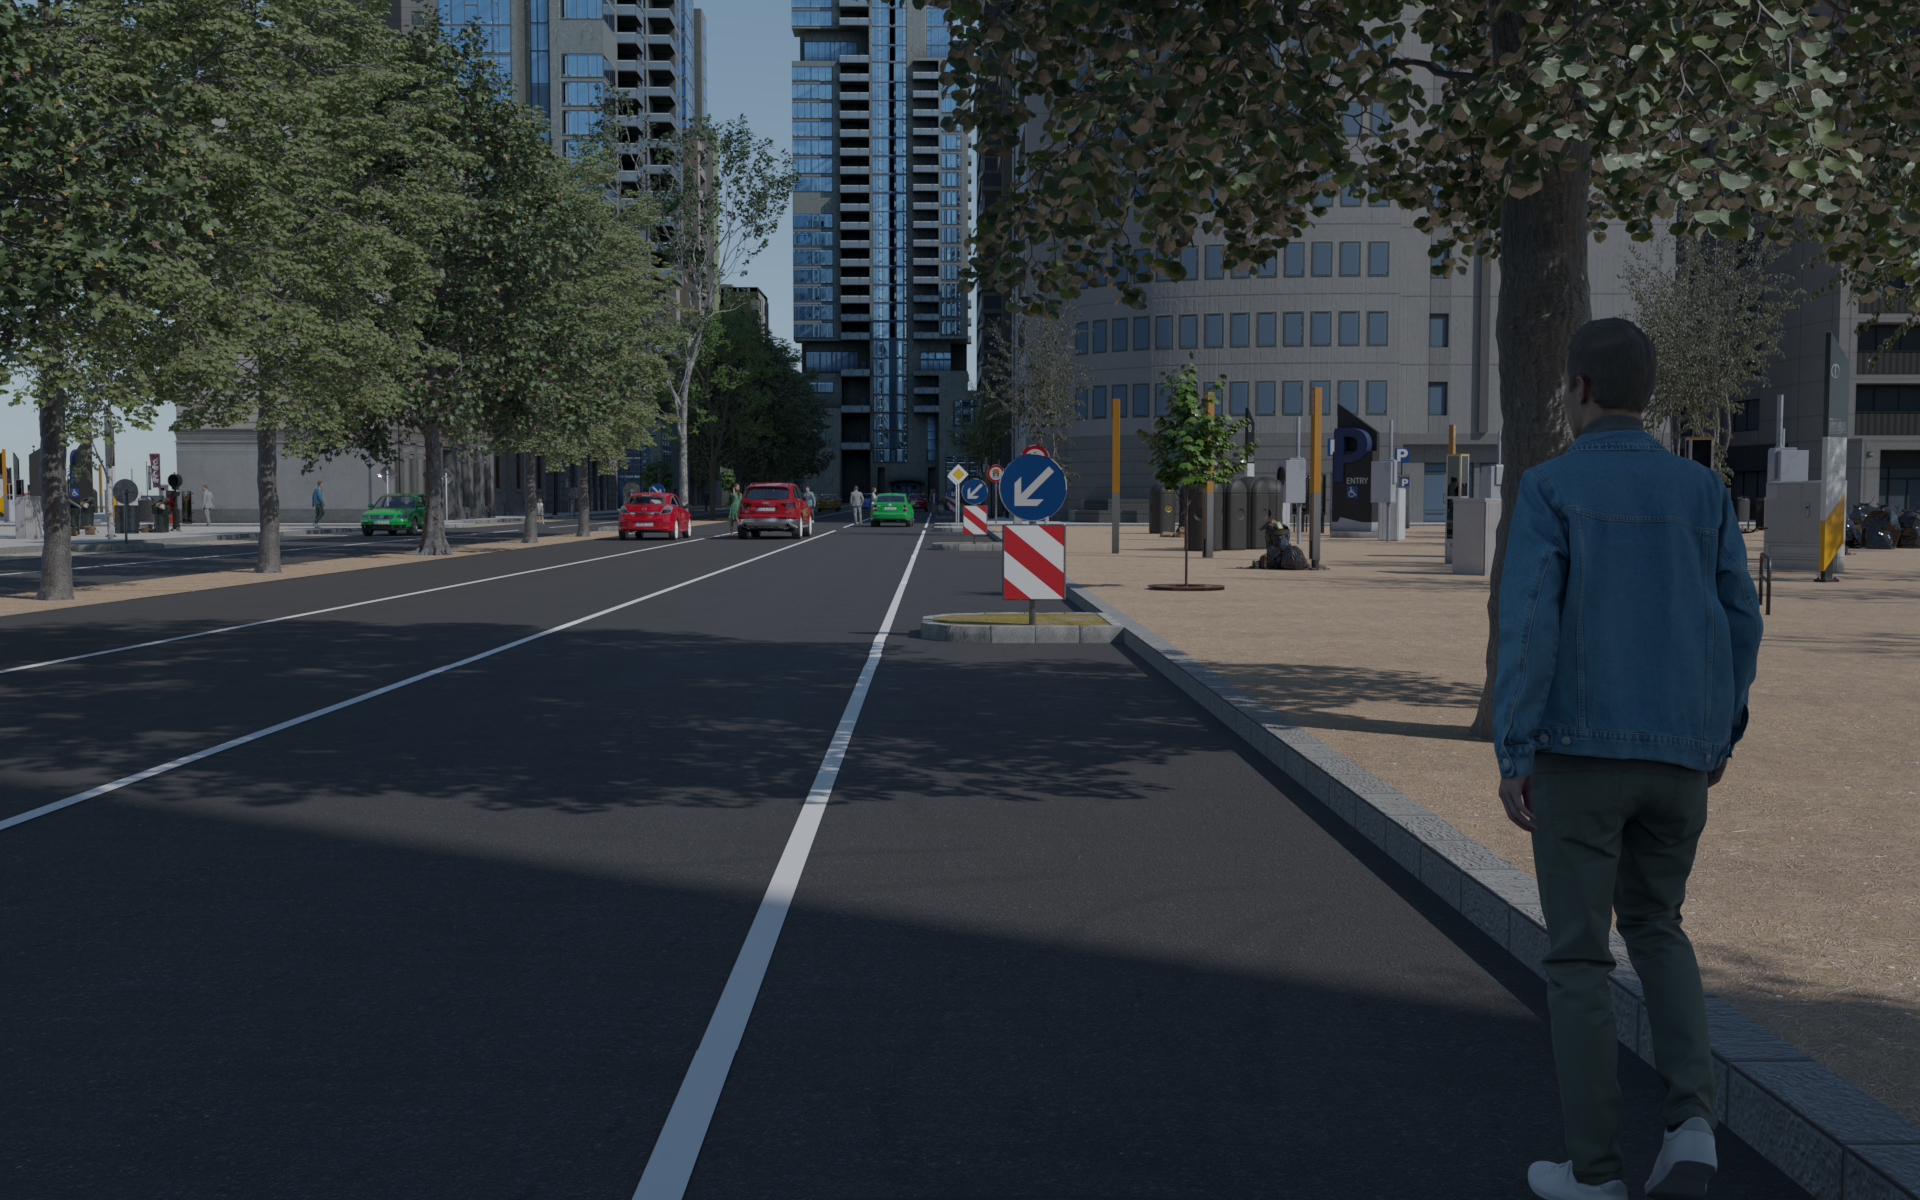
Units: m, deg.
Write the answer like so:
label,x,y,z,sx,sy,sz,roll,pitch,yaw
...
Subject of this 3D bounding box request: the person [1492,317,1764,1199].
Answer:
label,x,y,z,sx,sy,sz,roll,pitch,yaw
person,1.314,0.331,3.427,0.601,1.785,0.444,0,4,-5

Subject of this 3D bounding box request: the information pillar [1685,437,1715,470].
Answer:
label,x,y,z,sx,sy,sz,roll,pitch,yaw
information pillar,9.555,-1.097,22.428,0.304,2.012,0.304,1,4,13

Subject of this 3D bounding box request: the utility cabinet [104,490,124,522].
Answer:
label,x,y,z,sx,sy,sz,roll,pitch,yaw
utility cabinet,-37.761,-4.198,77.315,1.173,1.500,0.318,3,4,38

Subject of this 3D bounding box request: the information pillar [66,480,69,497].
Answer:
label,x,y,z,sx,sy,sz,roll,pitch,yaw
information pillar,-47.196,-5.341,91.817,0.304,2.012,0.304,3,5,43

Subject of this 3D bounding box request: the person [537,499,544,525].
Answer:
label,x,y,z,sx,sy,sz,roll,pitch,yaw
person,-19.633,-4.112,80.752,0.505,1.210,0.382,0,4,-4

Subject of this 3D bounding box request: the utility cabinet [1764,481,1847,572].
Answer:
label,x,y,z,sx,sy,sz,roll,pitch,yaw
utility cabinet,13.938,-1.217,28.583,0.318,1.500,1.173,-3,5,-42

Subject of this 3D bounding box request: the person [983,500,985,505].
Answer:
label,x,y,z,sx,sy,sz,roll,pitch,yaw
person,1.458,-6.541,113.001,0.555,1.821,0.388,-1,4,-18

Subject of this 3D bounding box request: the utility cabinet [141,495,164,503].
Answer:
label,x,y,z,sx,sy,sz,roll,pitch,yaw
utility cabinet,-39.264,-4.471,84.255,1.020,1.237,0.306,0,4,-3

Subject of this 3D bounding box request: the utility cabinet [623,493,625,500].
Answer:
label,x,y,z,sx,sy,sz,roll,pitch,yaw
utility cabinet,-28.897,-8.652,150.131,0.318,1.500,1.173,-1,4,-22

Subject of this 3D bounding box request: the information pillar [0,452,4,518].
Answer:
label,x,y,z,sx,sy,sz,roll,pitch,yaw
information pillar,-52.853,-6.356,95.283,0.504,3.616,0.183,-1,4,-12

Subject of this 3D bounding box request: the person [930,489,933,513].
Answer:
label,x,y,z,sx,sy,sz,roll,pitch,yaw
person,-2.032,-7.454,130.548,0.537,1.800,0.526,-1,4,-19

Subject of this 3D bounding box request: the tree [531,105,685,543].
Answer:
label,x,y,z,sx,sy,sz,roll,pitch,yaw
tree,-12.587,-7.937,50.357,7.486,12.596,7.792,0,3,0

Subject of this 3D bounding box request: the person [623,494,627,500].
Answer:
label,x,y,z,sx,sy,sz,roll,pitch,yaw
person,-27.409,-8.356,142.630,0.622,1.834,0.822,-1,4,-17

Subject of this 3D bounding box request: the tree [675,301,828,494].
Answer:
label,x,y,z,sx,sy,sz,roll,pitch,yaw
tree,-13.081,-11.166,102.031,9.611,12.733,9.660,0,3,0

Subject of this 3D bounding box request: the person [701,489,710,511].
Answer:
label,x,y,z,sx,sy,sz,roll,pitch,yaw
person,-21.631,-8.535,147.825,0.659,1.850,0.755,1,4,23

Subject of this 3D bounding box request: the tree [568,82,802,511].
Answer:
label,x,y,z,sx,sy,sz,roll,pitch,yaw
tree,-14.042,-13.593,80.591,12.611,20.169,13.585,0,3,0

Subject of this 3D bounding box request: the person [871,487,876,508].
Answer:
label,x,y,z,sx,sy,sz,roll,pitch,yaw
person,-4.079,-4.580,83.954,0.524,1.755,0.480,0,4,-6

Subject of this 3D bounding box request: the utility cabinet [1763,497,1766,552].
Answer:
label,x,y,z,sx,sy,sz,roll,pitch,yaw
utility cabinet,15.592,-1.297,32.372,1.020,1.237,0.306,0,4,-1

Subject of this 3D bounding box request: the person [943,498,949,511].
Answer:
label,x,y,z,sx,sy,sz,roll,pitch,yaw
person,-0.901,-7.074,129.658,1.012,1.151,0.738,-1,4,-22

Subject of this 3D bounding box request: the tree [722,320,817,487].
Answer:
label,x,y,z,sx,sy,sz,roll,pitch,yaw
tree,-13.526,-11.626,110.663,7.486,12.596,7.792,0,3,0

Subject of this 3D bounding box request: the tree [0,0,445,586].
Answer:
label,x,y,z,sx,sy,sz,roll,pitch,yaw
tree,-12.608,-6.776,31.366,7.486,12.596,7.792,0,3,0

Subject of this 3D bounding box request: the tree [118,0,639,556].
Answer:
label,x,y,z,sx,sy,sz,roll,pitch,yaw
tree,-12.323,-7.392,40.331,9.611,12.733,9.660,0,3,0

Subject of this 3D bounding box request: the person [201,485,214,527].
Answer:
label,x,y,z,sx,sy,sz,roll,pitch,yaw
person,-30.222,-3.726,69.512,0.391,1.810,0.635,0,4,-4

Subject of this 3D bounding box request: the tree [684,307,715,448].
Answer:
label,x,y,z,sx,sy,sz,roll,pitch,yaw
tree,-12.692,-8.400,57.927,7.486,12.596,7.792,0,3,0

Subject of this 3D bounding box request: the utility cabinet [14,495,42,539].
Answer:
label,x,y,z,sx,sy,sz,roll,pitch,yaw
utility cabinet,-26.835,-2.368,49.881,0.306,1.237,1.020,0,4,-3

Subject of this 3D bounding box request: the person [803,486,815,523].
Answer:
label,x,y,z,sx,sy,sz,roll,pitch,yaw
person,-7.509,-4.764,86.416,0.660,1.820,0.620,1,4,9

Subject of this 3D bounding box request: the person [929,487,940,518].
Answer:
label,x,y,z,sx,sy,sz,roll,pitch,yaw
person,-1.460,-5.779,102.973,0.713,1.824,0.794,-3,4,-36

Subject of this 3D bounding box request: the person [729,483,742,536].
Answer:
label,x,y,z,sx,sy,sz,roll,pitch,yaw
person,-7.665,-3.094,59.337,0.529,1.795,0.600,3,5,43

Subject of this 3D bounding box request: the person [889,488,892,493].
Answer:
label,x,y,z,sx,sy,sz,roll,pitch,yaw
person,-4.476,-6.348,112.382,0.778,1.811,0.616,0,4,2

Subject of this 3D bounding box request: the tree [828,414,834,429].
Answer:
label,x,y,z,sx,sy,sz,roll,pitch,yaw
tree,-13.779,-13.169,135.901,7.486,12.596,7.792,0,3,0

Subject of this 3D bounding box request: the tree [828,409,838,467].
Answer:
label,x,y,z,sx,sy,sz,roll,pitch,yaw
tree,-13.931,-12.709,127.262,9.611,12.733,9.660,0,3,0

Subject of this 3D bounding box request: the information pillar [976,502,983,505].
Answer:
label,x,y,z,sx,sy,sz,roll,pitch,yaw
information pillar,1.174,-6.133,104.761,0.304,2.012,0.304,-3,5,-45

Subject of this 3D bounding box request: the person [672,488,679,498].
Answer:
label,x,y,z,sx,sy,sz,roll,pitch,yaw
person,-19.148,-6.596,116.324,0.713,1.824,0.794,-3,5,-40

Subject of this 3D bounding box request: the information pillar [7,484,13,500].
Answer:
label,x,y,z,sx,sy,sz,roll,pitch,yaw
information pillar,-68.104,-7.319,124.154,0.304,2.012,0.304,2,4,26

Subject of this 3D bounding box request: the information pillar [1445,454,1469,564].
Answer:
label,x,y,z,sx,sy,sz,roll,pitch,yaw
information pillar,9.151,-1.676,31.896,0.304,2.012,0.304,-3,5,-44

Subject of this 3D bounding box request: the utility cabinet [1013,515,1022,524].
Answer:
label,x,y,z,sx,sy,sz,roll,pitch,yaw
utility cabinet,1.924,-2.875,58.170,0.306,1.237,1.020,0,3,0

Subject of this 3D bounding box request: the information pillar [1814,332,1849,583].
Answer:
label,x,y,z,sx,sy,sz,roll,pitch,yaw
information pillar,12.705,-2.069,25.188,0.504,3.616,0.183,-2,4,-32

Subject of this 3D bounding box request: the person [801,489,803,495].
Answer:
label,x,y,z,sx,sy,sz,roll,pitch,yaw
person,-13.572,-8.513,147.533,0.795,1.843,0.661,-1,4,-17

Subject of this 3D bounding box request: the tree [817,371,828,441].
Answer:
label,x,y,z,sx,sy,sz,roll,pitch,yaw
tree,-13.404,-12.114,118.640,7.486,12.596,7.792,0,3,0

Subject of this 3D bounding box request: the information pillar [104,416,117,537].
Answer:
label,x,y,z,sx,sy,sz,roll,pitch,yaw
information pillar,-25.327,-3.686,51.623,0.504,3.616,0.183,3,5,41

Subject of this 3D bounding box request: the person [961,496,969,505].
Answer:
label,x,y,z,sx,sy,sz,roll,pitch,yaw
person,0.728,-10.555,178.586,1.348,1.831,0.705,-1,4,-12

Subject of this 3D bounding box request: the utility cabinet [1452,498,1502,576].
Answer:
label,x,y,z,sx,sy,sz,roll,pitch,yaw
utility cabinet,8.250,-1.009,27.662,0.306,1.237,1.020,-1,4,-13

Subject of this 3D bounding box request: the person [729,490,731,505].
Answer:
label,x,y,z,sx,sy,sz,roll,pitch,yaw
person,-25.972,-11.608,196.384,0.434,1.755,0.990,-2,4,-28

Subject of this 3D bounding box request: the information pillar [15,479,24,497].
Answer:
label,x,y,z,sx,sy,sz,roll,pitch,yaw
information pillar,-47.075,-5.032,86.757,0.304,2.012,0.304,-1,4,-10

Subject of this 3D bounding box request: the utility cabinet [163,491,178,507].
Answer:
label,x,y,z,sx,sy,sz,roll,pitch,yaw
utility cabinet,-54.074,-6.749,119.022,1.173,1.500,0.318,-2,4,-34

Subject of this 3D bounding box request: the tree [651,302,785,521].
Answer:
label,x,y,z,sx,sy,sz,roll,pitch,yaw
tree,-13.145,-10.031,92.211,9.928,11.665,9.643,0,3,0

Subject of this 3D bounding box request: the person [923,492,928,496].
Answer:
label,x,y,z,sx,sy,sz,roll,pitch,yaw
person,-4.563,-13.122,223.575,0.750,1.759,0.617,-3,4,-39

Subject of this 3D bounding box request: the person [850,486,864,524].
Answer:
label,x,y,z,sx,sy,sz,roll,pitch,yaw
person,-4.887,-4.494,82.074,0.635,1.810,0.391,-1,4,-18

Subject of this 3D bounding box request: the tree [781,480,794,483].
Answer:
label,x,y,z,sx,sy,sz,roll,pitch,yaw
tree,-13.834,-11.573,142.040,4.360,8.622,3.978,0,3,0

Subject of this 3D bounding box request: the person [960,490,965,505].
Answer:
label,x,y,z,sx,sy,sz,roll,pitch,yaw
person,0.351,-12.282,207.302,0.683,1.767,0.568,-2,4,-24

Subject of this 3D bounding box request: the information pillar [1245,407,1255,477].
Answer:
label,x,y,z,sx,sy,sz,roll,pitch,yaw
information pillar,7.845,-3.402,46.978,0.183,3.616,0.504,2,4,32

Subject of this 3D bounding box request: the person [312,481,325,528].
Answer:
label,x,y,z,sx,sy,sz,roll,pitch,yaw
person,-24.016,-3.570,64.754,0.444,1.785,0.601,-2,4,-35

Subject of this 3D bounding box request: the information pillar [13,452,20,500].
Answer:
label,x,y,z,sx,sy,sz,roll,pitch,yaw
information pillar,-52.892,-6.468,97.113,0.504,3.616,0.183,2,4,32

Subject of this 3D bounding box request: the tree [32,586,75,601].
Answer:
label,x,y,z,sx,sy,sz,roll,pitch,yaw
tree,-12.293,-6.288,23.397,7.486,12.596,7.792,0,3,0

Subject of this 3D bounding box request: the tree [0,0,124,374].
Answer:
label,x,y,z,sx,sy,sz,roll,pitch,yaw
tree,-11.996,-5.829,14.764,9.611,12.733,9.660,0,3,0
